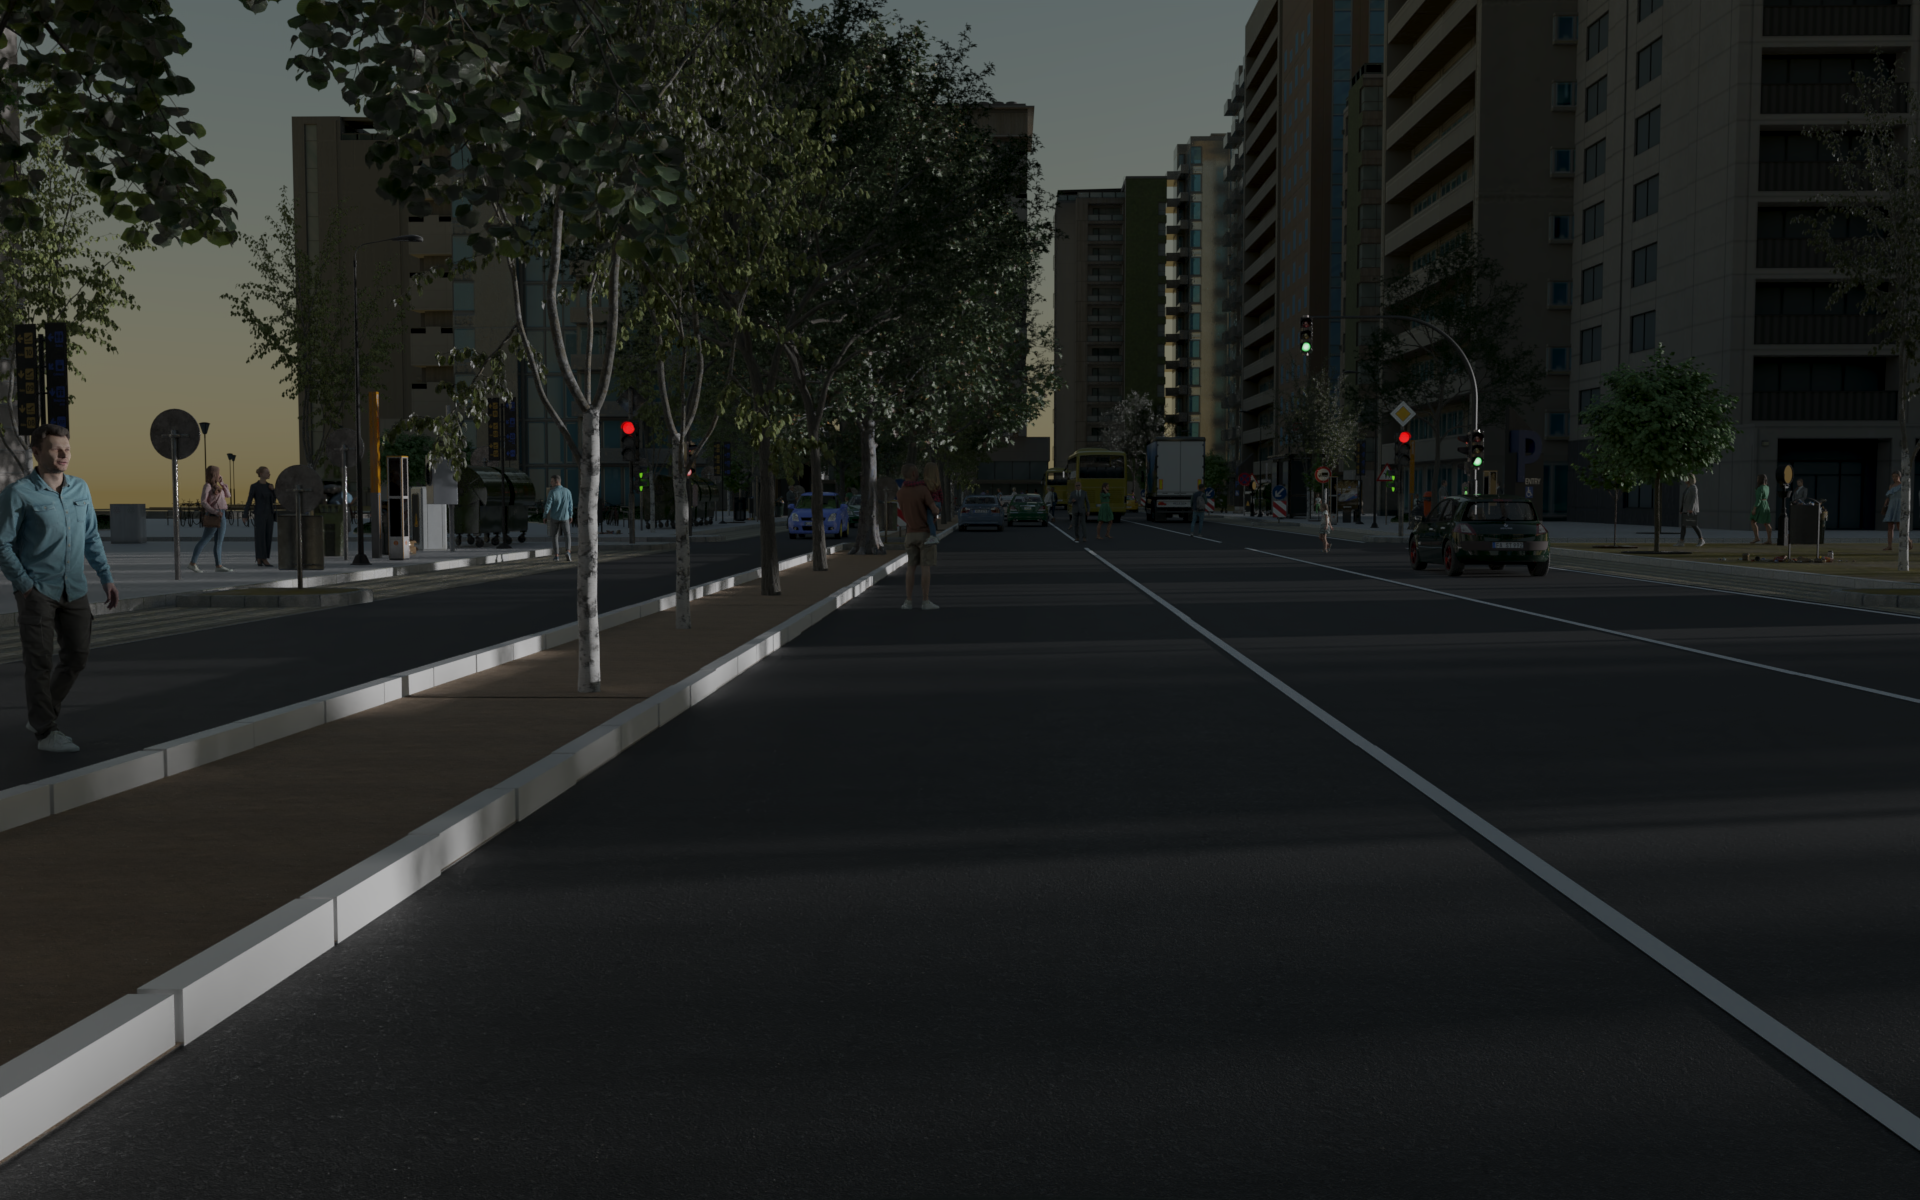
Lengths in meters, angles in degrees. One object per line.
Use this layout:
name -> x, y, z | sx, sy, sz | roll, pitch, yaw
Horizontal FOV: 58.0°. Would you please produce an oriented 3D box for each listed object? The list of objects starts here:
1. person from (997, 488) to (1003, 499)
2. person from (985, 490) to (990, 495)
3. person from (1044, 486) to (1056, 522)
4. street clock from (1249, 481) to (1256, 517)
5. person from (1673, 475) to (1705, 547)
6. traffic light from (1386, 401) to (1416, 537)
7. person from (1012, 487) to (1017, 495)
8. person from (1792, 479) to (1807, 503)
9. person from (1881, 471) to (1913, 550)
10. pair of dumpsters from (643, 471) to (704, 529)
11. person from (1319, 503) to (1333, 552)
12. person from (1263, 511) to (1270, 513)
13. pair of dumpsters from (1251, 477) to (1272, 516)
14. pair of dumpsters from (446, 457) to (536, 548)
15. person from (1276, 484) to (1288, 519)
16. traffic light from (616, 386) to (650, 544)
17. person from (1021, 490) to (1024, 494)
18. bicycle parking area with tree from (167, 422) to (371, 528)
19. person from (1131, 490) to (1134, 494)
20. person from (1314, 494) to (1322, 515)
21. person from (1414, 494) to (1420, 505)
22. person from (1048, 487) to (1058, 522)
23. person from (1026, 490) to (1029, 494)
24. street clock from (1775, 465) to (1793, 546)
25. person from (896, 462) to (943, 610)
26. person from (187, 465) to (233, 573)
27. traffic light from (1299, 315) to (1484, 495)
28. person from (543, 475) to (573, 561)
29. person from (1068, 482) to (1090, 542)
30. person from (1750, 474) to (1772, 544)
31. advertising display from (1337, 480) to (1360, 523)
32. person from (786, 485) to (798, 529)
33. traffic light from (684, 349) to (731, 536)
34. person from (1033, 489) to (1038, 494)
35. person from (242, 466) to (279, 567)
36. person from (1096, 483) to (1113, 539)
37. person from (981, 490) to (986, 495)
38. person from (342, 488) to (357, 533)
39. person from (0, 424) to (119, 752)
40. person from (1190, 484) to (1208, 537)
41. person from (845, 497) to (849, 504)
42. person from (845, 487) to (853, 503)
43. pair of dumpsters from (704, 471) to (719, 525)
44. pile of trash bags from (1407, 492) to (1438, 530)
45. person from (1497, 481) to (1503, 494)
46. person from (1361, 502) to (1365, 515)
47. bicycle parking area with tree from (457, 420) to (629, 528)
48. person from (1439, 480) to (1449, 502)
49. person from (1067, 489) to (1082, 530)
person -> 2.556, -6.204, 110.032 | 0.778, 1.811, 0.616 | 1, 4, 13
person -> 2.362, -8.466, 147.474 | 0.990, 1.755, 0.434 | 3, 5, 41
person -> 4.361, -4.649, 84.385 | 0.818, 1.842, 0.514 | -2, 4, -24
street clock -> 16.658, -5.754, 98.654 | 0.358, 2.002, 0.471 | 3, 4, 37
person -> 17.822, -2.200, 42.203 | 0.728, 1.800, 0.709 | 0, 4, 1
traffic light -> 13.294, -3.870, 52.193 | 0.839, 4.253, 0.868 | 0, 4, 2
person -> 3.343, -5.940, 105.489 | 0.818, 1.842, 0.514 | 0, 4, 7
person -> 27.930, -3.144, 57.727 | 0.573, 1.790, 0.520 | -3, 4, -39
person -> 21.236, -2.028, 39.288 | 0.778, 1.811, 0.616 | -1, 4, -19
pair of dumpsters -> -10.882, -3.820, 64.952 | 1.574, 2.255, 4.437 | 0, 4, 1
person -> 9.041, -1.783, 42.675 | 0.382, 1.210, 0.505 | 0, 4, 4
person -> 20.483, -6.698, 115.543 | 0.713, 1.824, 0.794 | 1, 4, 12
pair of dumpsters -> 18.346, -6.124, 102.620 | 1.574, 2.255, 4.437 | 0, 4, 2
pair of dumpsters -> -11.958, -2.499, 43.345 | 1.574, 2.255, 4.437 | 0, 4, 2
person -> 16.261, -4.986, 87.751 | 0.592, 1.802, 0.473 | 3, 5, 45
traffic light -> -8.484, -3.418, 44.801 | 0.839, 4.253, 0.868 | 0, 4, 2
person -> 6.636, -11.030, 188.701 | 0.599, 1.838, 0.709 | -2, 4, -30
bicycle parking area with tree -> -28.070, -5.128, 70.838 | 8.231, 4.147, 9.016 | -1, 4, -22
person -> 19.447, -11.593, 196.263 | 0.721, 1.739, 1.217 | 0, 4, -3
person -> 22.265, -5.946, 107.505 | 0.306, 1.304, 0.590 | -3, 5, -39
person -> 19.610, -3.920, 74.385 | 0.306, 1.304, 0.590 | 2, 4, 24
person -> 4.701, -4.920, 89.121 | 0.721, 1.800, 0.419 | -1, 4, -14
person -> 6.683, -10.105, 173.672 | 0.705, 1.831, 1.348 | -3, 5, -45
street clock -> 20.482, -2.355, 43.077 | 0.471, 2.002, 0.358 | -3, 4, -38
person -> -0.471, -0.802, 21.593 | 0.580, 1.828, 0.573 | -1, 4, -18
person -> -12.321, -1.332, 28.412 | 0.643, 1.750, 0.593 | 0, 4, -1
traffic light -> 10.975, -4.248, 44.128 | 4.771, 5.953, 1.251 | 0, 4, 2
person -> -8.548, -1.746, 36.903 | 0.638, 1.841, 0.748 | -1, 4, -21
person -> 3.588, -2.666, 52.271 | 0.661, 1.801, 0.590 | 0, 4, 7
person -> 20.436, -2.315, 44.148 | 0.529, 1.795, 0.600 | 3, 5, 41
advertising display -> 17.249, -4.402, 77.179 | 0.974, 1.923, 0.123 | 0, 4, -4
person -> -6.802, -3.797, 70.752 | 0.590, 1.801, 0.661 | 1, 4, 16
traffic light -> -6.166, -4.776, 52.759 | 4.771, 5.953, 1.251 | 0, 4, 2
person -> 5.976, -7.882, 137.305 | 1.348, 1.831, 0.705 | -2, 4, -27
person -> -12.380, -1.479, 30.654 | 0.534, 1.772, 0.576 | 1, 4, 12
person -> 4.610, -2.837, 55.139 | 0.529, 1.795, 0.600 | 1, 4, 22
person -> 2.430, -10.421, 178.750 | 0.709, 1.838, 0.599 | 1, 4, 9
person -> -17.342, -2.436, 48.906 | 0.480, 1.755, 0.524 | 1, 4, 12
person -> -5.152, -0.078, 9.792 | 0.620, 1.820, 0.660 | 1, 4, 21
person -> 8.063, -3.033, 58.436 | 0.623, 1.781, 0.721 | 1, 4, 17
person -> -5.449, -4.402, 84.721 | 0.590, 1.304, 0.306 | 1, 4, 15
person -> -5.968, -5.172, 93.313 | 0.529, 1.795, 0.600 | 2, 4, 30
pair of dumpsters -> -10.869, -4.141, 70.202 | 1.574, 2.255, 4.437 | 0, 4, 2
pile of trash bags -> 16.992, -3.210, 62.233 | 1.912, 1.369, 3.447 | 1, 4, 19
person -> 22.902, -4.157, 73.783 | 0.755, 1.850, 0.659 | 2, 4, 29
person -> 24.244, -5.789, 104.964 | 0.640, 1.303, 0.475 | -1, 4, -14
bicycle parking area with tree -> -16.731, -4.915, 67.355 | 8.231, 4.147, 9.016 | 0, 4, -3
person -> 18.156, -3.593, 64.890 | 0.767, 1.812, 0.694 | 1, 4, 11
person -> 4.586, -3.707, 69.385 | 0.573, 1.790, 0.520 | 1, 4, 11
